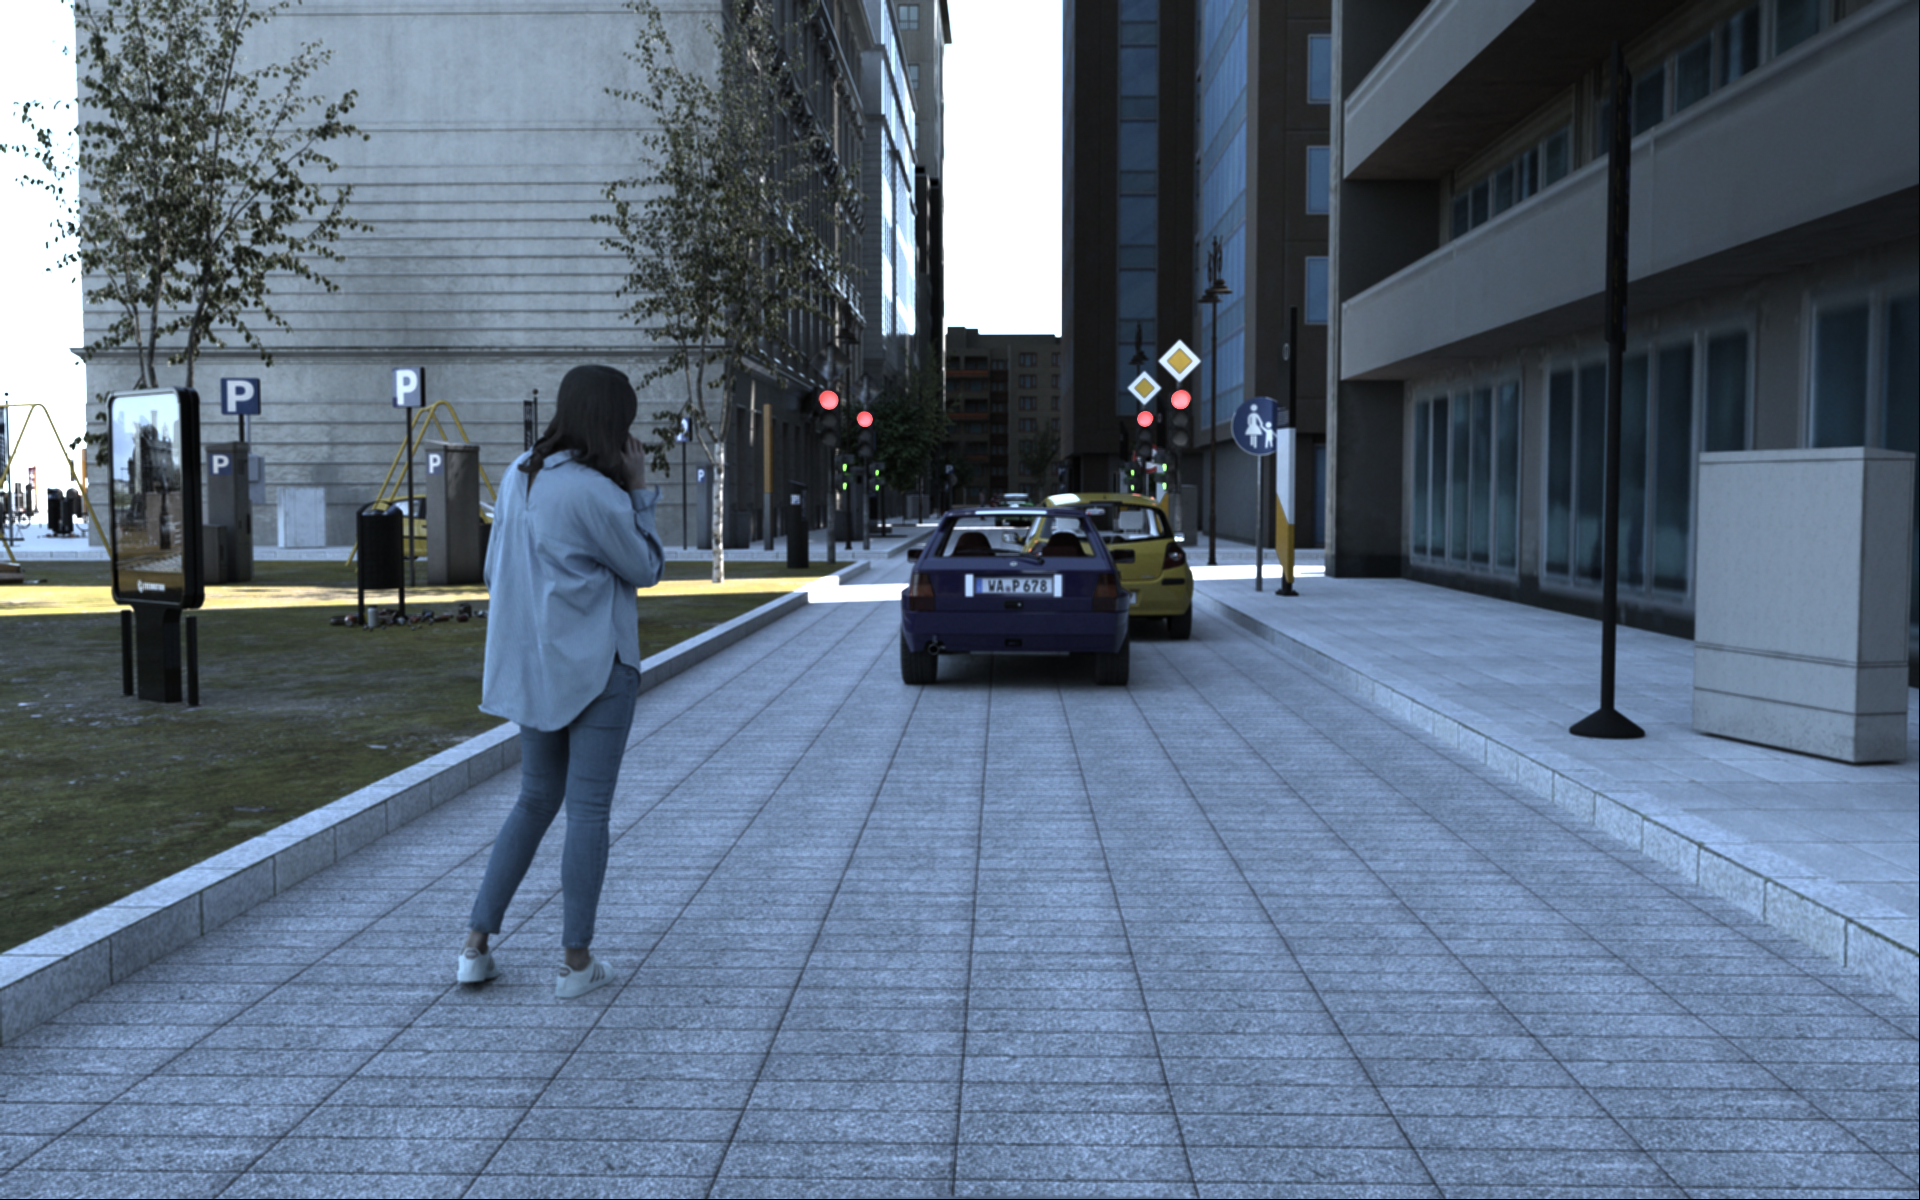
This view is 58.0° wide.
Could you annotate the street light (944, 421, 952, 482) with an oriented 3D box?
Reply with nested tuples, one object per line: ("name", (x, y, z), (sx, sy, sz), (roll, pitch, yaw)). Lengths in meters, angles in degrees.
("street light", (-0.772, -8.241, 107.536), (0.468, 5.910, 1.993), (0, 4, 2))

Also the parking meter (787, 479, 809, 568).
("parking meter", (-2.814, -1.322, 30.024), (0.372, 1.533, 0.369), (0, 3, 0))

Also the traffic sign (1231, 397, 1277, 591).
("traffic sign", (3.947, -1.387, 22.783), (0.768, 2.556, 0.104), (0, 4, 7))

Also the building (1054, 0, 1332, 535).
("building", (10.984, -25.396, 65.329), (14.600, 45.320, 14.200), (0, 4, 2))

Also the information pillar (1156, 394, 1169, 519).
("information pillar", (4.735, -3.007, 40.524), (0.183, 3.616, 0.504), (-1, 4, -21))

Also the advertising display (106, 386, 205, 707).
("advertising display", (-4.974, -0.336, 10.709), (0.974, 1.923, 0.123), (3, 5, 40))

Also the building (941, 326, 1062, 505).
("building", (0.491, -22.552, 213.758), (28.899, 21.520, 27.650), (0, 4, 2))

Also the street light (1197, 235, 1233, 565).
("street light", (4.564, -3.571, 31.170), (0.468, 5.910, 1.993), (0, 4, 2))

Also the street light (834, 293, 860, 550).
("street light", (-2.581, -4.107, 39.939), (0.468, 5.910, 1.993), (0, 4, 2))

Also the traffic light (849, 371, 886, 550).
("traffic light", (-2.133, -3.105, 39.684), (0.839, 4.253, 0.868), (0, 4, 2))

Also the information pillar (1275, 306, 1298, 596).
("information pillar", (4.125, -1.868, 21.894), (0.183, 3.616, 0.504), (-1, 4, -9))

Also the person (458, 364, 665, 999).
("person", (-1.161, 0.232, 4.967), (0.793, 1.790, 0.793), (0, 4, 5))

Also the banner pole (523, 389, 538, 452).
("banner pole", (-10.140, -3.121, 41.047), (0.401, 3.779, 0.863), (1, 4, 11))

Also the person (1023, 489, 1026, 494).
("person", (4.968, -7.723, 134.710), (0.705, 1.831, 1.348), (0, 4, -7))

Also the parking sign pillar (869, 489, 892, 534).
("parking sign pillar", (-2.951, -4.183, 56.863), (1.447, 3.967, 1.447), (0, 4, -6))

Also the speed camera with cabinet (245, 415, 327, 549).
("speed camera with cabinet", (-15.944, -2.822, 40.477), (2.038, 3.252, 0.660), (-3, 4, -37))

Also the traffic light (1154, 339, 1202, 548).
("traffic light", (3.965, -2.607, 31.550), (0.839, 4.253, 0.868), (0, 4, 2))

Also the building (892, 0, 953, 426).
("building", (-14.894, -35.776, 174.180), (27.495, 52.752, 28.713), (0, 4, 2))

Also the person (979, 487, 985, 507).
("person", (1.229, -5.321, 95.510), (0.388, 1.821, 0.555), (0, 4, 6))

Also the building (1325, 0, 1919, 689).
("building", (16.110, -23.935, 15.040), (21.300, 48.544, 21.600), (0, 4, 2))

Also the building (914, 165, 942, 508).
("building", (-8.885, -23.260, 152.004), (14.160, 30.474, 14.107), (0, 4, 2))

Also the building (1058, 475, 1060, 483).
("building", (20.716, -45.172, 176.817), (20.563, 71.187, 20.611), (0, 4, 2))

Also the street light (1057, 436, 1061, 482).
("street light", (6.585, -8.614, 113.628), (0.468, 5.910, 1.993), (0, 4, 2))

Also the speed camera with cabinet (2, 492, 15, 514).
("speed camera with cabinet", (-62.174, -7.214, 112.286), (2.038, 3.252, 0.660), (-2, 4, -29))

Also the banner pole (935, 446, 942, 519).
("banner pole", (-1.181, -6.107, 89.858), (0.401, 3.779, 0.863), (-1, 4, -15))

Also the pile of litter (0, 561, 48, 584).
("pile of litter", (-13.927, -0.658, 24.718), (1.719, 0.858, 1.176), (-2, 4, -35))

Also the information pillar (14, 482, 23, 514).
("information pillar", (-56.806, -6.116, 104.484), (0.304, 2.012, 0.304), (1, 4, 9))

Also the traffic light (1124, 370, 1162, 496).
("traffic light", (4.177, -3.096, 39.533), (0.839, 4.253, 0.868), (0, 4, 2))

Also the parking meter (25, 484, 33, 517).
("parking meter", (-52.402, -5.611, 97.456), (0.399, 1.863, 0.255), (3, 4, 37))

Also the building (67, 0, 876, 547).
("building", (-13.007, -17.523, 62.917), (17.030, 29.872, 44.131), (0, 4, 2))

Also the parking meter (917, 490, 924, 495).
("parking meter", (-2.194, -5.360, 96.042), (0.372, 1.533, 0.369), (0, 3, 0))

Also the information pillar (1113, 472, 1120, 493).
("information pillar", (5.222, -3.206, 56.909), (0.304, 2.012, 0.304), (-1, 4, -18))

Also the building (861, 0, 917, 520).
("building", (-8.784, -19.708, 99.721), (11.434, 29.767, 29.804), (0, 4, 2))

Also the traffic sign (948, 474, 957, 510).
("traffic sign", (-0.547, -6.729, 110.128), (0.768, 2.556, 0.104), (0, 4, 3))

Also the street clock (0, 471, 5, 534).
("street clock", (-30.662, -3.100, 55.258), (0.471, 2.002, 0.358), (3, 4, 38))

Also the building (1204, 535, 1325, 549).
("building", (14.092, -24.183, 45.506), (14.200, 45.320, 14.600), (0, 4, 2))

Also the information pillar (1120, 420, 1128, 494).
("information pillar", (5.151, -3.864, 54.529), (0.183, 3.616, 0.504), (-1, 4, -18))

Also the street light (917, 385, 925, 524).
("street light", (-1.686, -6.182, 73.865), (0.468, 5.910, 1.993), (0, 4, 2))

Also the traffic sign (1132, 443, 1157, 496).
("traffic sign", (4.660, -2.621, 42.964), (0.768, 2.556, 0.104), (0, 4, 7))

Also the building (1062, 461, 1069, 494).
("building", (17.530, -47.975, 97.059), (22.319, 86.520, 31.000), (0, 4, 2))

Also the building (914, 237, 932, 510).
("building", (-16.530, -17.439, 130.170), (27.650, 21.520, 28.899), (0, 4, 2))

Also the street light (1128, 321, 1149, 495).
("street light", (4.765, -4.499, 46.350), (0.468, 5.910, 1.993), (0, 4, 2))

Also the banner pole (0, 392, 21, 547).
("banner pole", (-23.440, -3.213, 42.545), (0.863, 3.779, 0.401), (3, 5, 44))

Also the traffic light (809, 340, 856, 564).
("traffic light", (-2.345, -2.617, 31.701), (0.839, 4.253, 0.868), (0, 4, 2))

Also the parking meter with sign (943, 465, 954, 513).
("parking meter with sign", (-0.742, -6.551, 103.373), (0.543, 3.016, 1.738), (0, 4, -7))

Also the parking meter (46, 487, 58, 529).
("parking meter", (-33.301, -3.374, 63.572), (0.372, 1.533, 0.369), (0, 3, 0))
